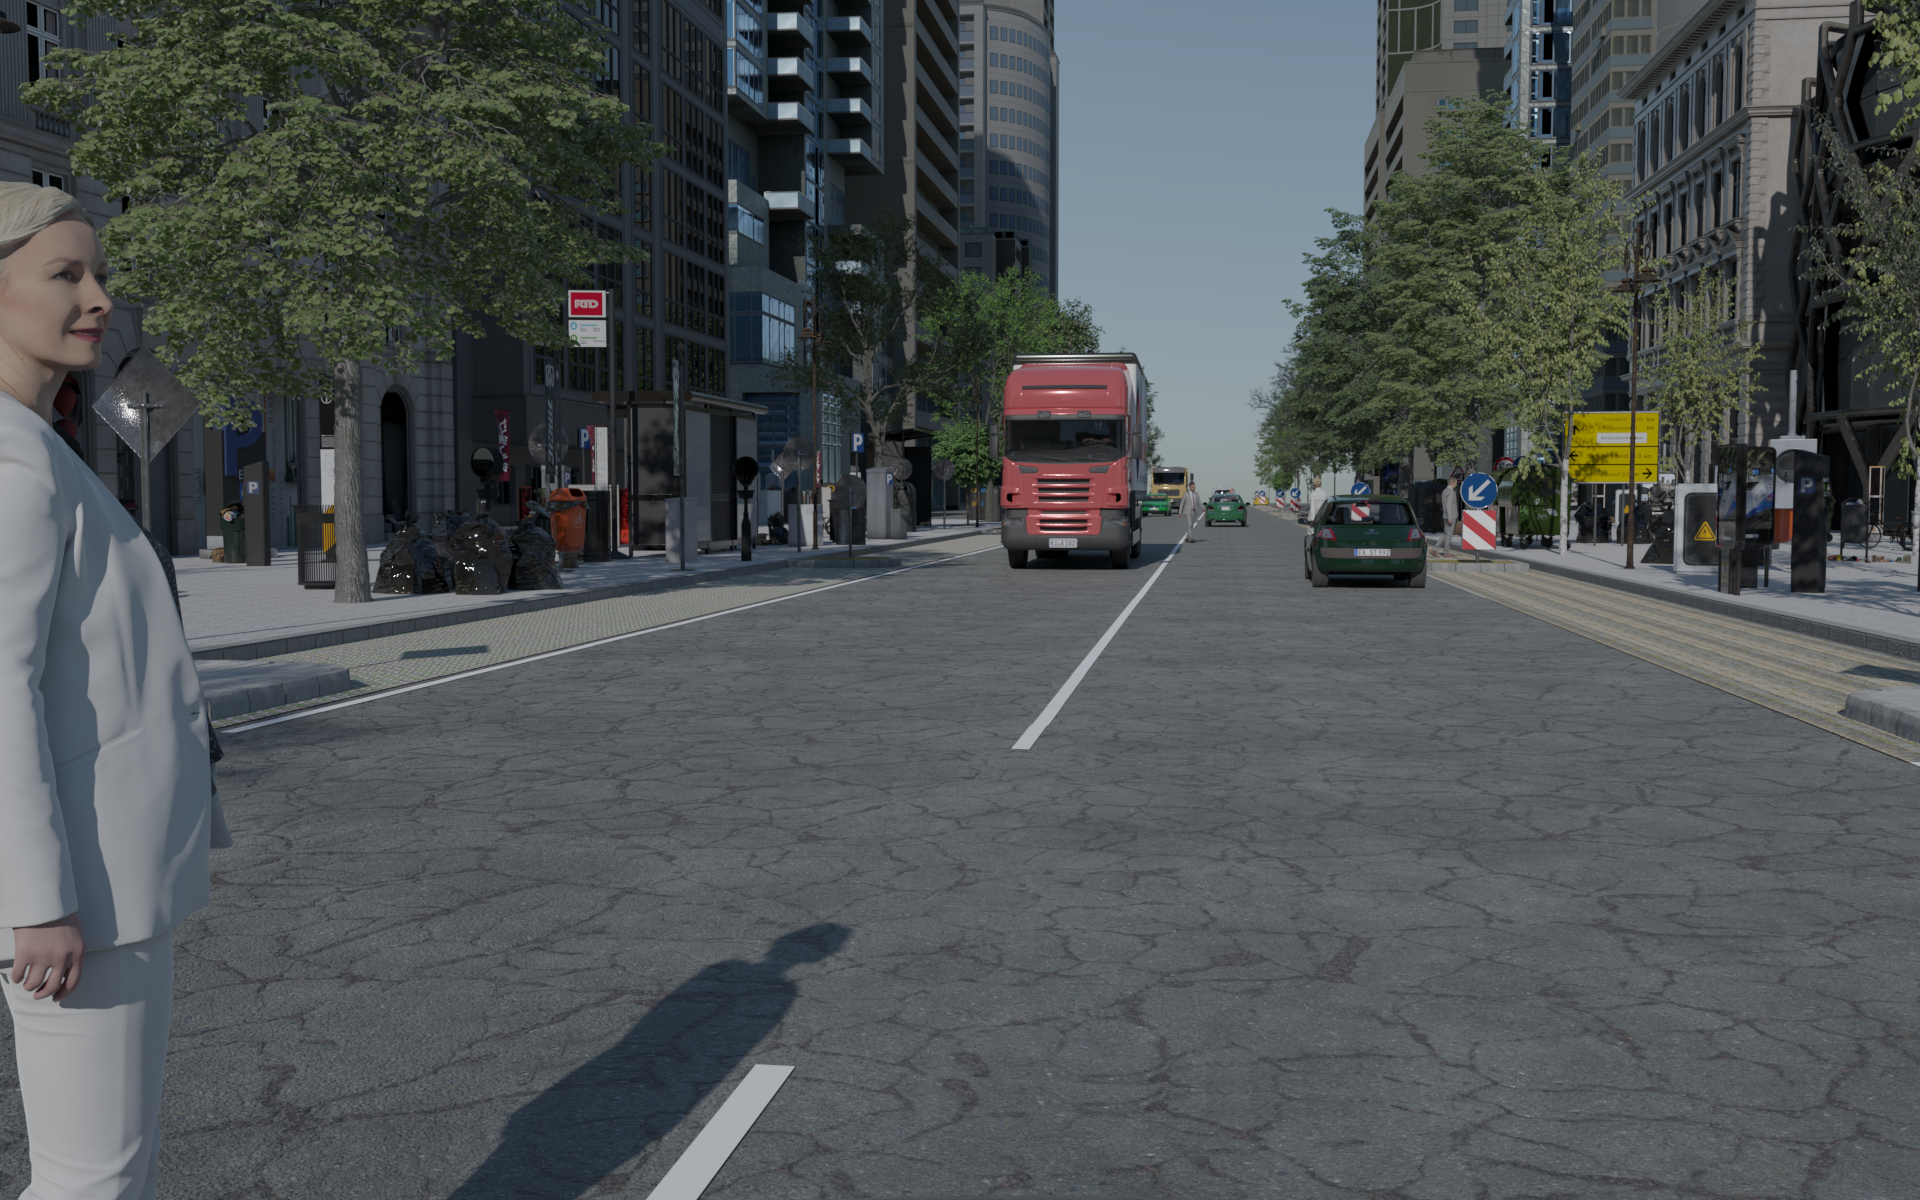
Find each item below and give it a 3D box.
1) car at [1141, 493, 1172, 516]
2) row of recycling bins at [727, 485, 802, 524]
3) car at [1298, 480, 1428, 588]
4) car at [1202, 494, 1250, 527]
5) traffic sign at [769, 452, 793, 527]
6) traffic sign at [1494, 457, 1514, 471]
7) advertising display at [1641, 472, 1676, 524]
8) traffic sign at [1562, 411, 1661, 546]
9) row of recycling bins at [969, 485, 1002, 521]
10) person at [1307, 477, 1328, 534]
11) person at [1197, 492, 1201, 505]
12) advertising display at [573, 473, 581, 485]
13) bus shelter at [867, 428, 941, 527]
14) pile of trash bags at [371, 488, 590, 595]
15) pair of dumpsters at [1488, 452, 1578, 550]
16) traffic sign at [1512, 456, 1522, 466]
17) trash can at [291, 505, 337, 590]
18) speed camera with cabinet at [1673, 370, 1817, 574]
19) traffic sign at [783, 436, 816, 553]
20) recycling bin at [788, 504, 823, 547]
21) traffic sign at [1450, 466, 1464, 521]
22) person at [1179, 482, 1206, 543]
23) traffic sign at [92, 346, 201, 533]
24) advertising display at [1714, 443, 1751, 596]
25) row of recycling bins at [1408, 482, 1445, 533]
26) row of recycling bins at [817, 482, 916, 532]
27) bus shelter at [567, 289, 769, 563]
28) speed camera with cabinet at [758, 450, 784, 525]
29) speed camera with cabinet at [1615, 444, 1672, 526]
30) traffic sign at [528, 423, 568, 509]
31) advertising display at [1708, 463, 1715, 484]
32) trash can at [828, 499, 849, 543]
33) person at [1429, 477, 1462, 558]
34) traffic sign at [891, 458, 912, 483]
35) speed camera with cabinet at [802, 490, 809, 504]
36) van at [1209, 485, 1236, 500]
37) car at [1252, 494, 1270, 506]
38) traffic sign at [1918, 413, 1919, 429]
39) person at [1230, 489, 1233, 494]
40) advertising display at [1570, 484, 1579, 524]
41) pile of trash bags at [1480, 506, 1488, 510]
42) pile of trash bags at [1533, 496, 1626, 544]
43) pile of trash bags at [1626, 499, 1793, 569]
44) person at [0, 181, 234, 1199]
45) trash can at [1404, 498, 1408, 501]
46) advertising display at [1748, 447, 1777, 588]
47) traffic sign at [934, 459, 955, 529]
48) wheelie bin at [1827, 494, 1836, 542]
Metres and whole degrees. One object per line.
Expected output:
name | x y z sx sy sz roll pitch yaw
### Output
car | 12.749 -6.340 112.455 1.959 1.807 4.718 1 4 10
row of recycling bins | -8.557 -4.202 75.819 3.534 1.692 1.069 1 4 15
car | 6.463 -1.103 27.819 2.009 1.686 4.222 1 4 9
car | 11.826 -3.984 76.939 2.131 1.459 4.920 1 4 9
traffic sign | -4.885 -2.845 47.706 0.795 2.450 0.064 1 4 14
traffic sign | 18.623 -3.616 59.231 0.768 2.556 0.104 1 4 9
advertising display | 20.860 -2.847 51.770 0.974 1.923 0.123 1 4 15
traffic sign | 15.974 -2.978 42.564 2.265 3.308 0.079 1 4 12
row of recycling bins | 1.581 -4.678 83.591 1.069 1.692 3.534 -2 4 -30
person | 7.832 -1.775 37.749 0.478 1.798 0.641 0 4 -7
person | 31.336 -13.366 227.569 0.750 1.759 0.617 0 4 -8
advertising display | -11.684 -2.915 52.882 0.123 1.923 0.974 0 4 -6
bus shelter | -2.052 -4.495 64.770 1.731 3.624 6.357 1 4 9
pile of trash bags | -6.212 -0.844 23.546 1.912 1.369 3.447 2 4 24
pair of dumpsters | 13.687 -2.402 41.760 1.574 2.255 4.437 1 4 8
traffic sign | 18.696 -3.510 57.502 0.768 2.556 0.104 1 4 13
trash can | -8.628 -0.718 23.392 0.748 1.137 0.748 0 3 0
speed camera with cabinet | 12.608 -2.049 27.843 2.038 3.252 0.660 1 4 22
traffic sign | -3.533 -2.315 37.954 0.768 2.556 0.104 1 4 14
recycling bin | -3.797 -1.839 42.619 0.722 1.027 0.722 1 4 10
traffic sign | 21.063 -4.481 73.267 0.884 2.594 0.081 1 4 14
person | 6.767 -2.564 50.703 0.678 1.792 0.850 -1 4 -23
traffic sign | -5.528 -0.498 11.780 0.795 2.450 0.064 1 4 8
advertising display | 9.911 -1.043 22.271 0.123 1.923 0.974 1 4 10
row of recycling bins | 15.920 -3.190 59.275 1.069 1.692 3.534 0 4 7
row of recycling bins | -3.194 -3.185 59.193 3.534 1.692 1.069 1 4 14
bus shelter | -6.219 -3.603 36.538 2.179 5.291 8.768 1 4 8
speed camera with cabinet | -8.373 -4.800 72.812 0.660 3.252 2.038 2 4 33
speed camera with cabinet | 27.055 -4.534 68.474 2.038 3.252 0.660 3 4 37
traffic sign | -7.325 -1.876 30.780 0.768 2.556 0.104 1 4 13
advertising display | 15.881 -1.909 36.424 0.123 1.923 0.974 2 4 34
trash can | -3.143 -2.082 45.702 0.748 1.137 0.748 0 3 0
person | 10.985 -1.849 38.845 0.853 1.813 0.709 0 4 -2
traffic sign | -2.081 -3.754 61.489 0.768 2.556 0.104 1 4 13
speed camera with cabinet | -7.687 -5.096 77.654 2.038 3.252 0.660 2 4 23
van | 16.658 -6.245 109.111 2.013 2.044 4.112 1 4 10
car | 34.735 -11.600 199.879 2.015 1.641 3.980 1 4 8
traffic sign | 11.888 -1.266 20.798 0.768 2.556 0.104 1 4 13
person | 16.073 -5.736 102.830 0.434 1.755 0.990 -1 4 -14
advertising display | 25.753 -4.182 73.593 0.974 1.923 0.123 1 4 23
pile of trash bags | 22.048 -3.741 70.915 1.912 1.369 3.447 2 4 33
pile of trash bags | 16.718 -2.207 45.839 1.912 1.369 3.447 -3 5 -45
pile of trash bags | 13.742 -1.292 30.875 1.912 1.369 3.447 -1 4 -9
person | -1.266 0.372 2.293 0.514 1.842 0.818 2 4 35
trash can | 16.611 -3.207 64.087 0.748 1.137 0.748 0 3 0
advertising display | 10.715 -1.123 23.575 0.974 1.923 0.123 -2 4 -27
traffic sign | -0.567 -3.835 62.806 0.768 2.556 0.104 1 4 13
wheelie bin | 22.986 -2.357 46.453 0.693 1.594 0.980 0 4 -7
